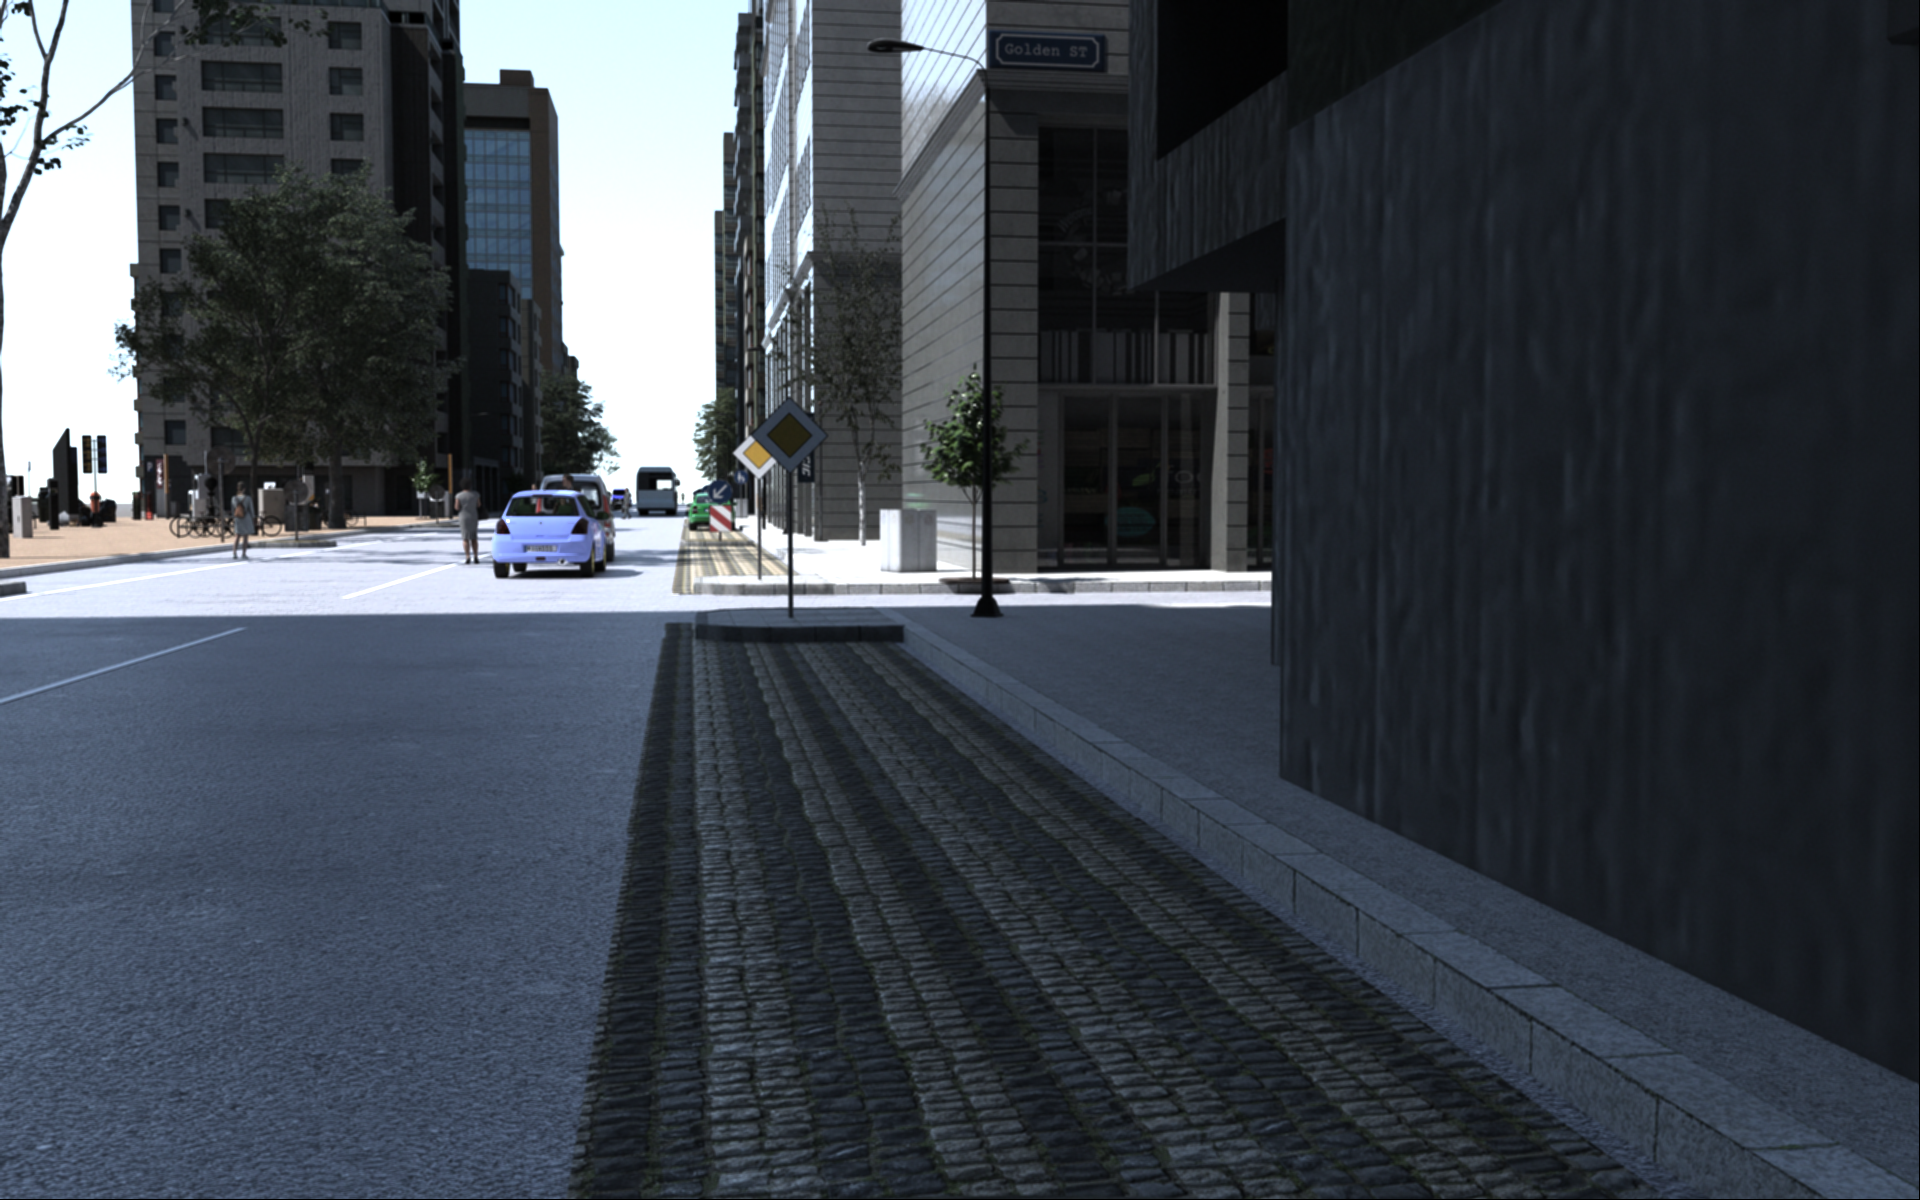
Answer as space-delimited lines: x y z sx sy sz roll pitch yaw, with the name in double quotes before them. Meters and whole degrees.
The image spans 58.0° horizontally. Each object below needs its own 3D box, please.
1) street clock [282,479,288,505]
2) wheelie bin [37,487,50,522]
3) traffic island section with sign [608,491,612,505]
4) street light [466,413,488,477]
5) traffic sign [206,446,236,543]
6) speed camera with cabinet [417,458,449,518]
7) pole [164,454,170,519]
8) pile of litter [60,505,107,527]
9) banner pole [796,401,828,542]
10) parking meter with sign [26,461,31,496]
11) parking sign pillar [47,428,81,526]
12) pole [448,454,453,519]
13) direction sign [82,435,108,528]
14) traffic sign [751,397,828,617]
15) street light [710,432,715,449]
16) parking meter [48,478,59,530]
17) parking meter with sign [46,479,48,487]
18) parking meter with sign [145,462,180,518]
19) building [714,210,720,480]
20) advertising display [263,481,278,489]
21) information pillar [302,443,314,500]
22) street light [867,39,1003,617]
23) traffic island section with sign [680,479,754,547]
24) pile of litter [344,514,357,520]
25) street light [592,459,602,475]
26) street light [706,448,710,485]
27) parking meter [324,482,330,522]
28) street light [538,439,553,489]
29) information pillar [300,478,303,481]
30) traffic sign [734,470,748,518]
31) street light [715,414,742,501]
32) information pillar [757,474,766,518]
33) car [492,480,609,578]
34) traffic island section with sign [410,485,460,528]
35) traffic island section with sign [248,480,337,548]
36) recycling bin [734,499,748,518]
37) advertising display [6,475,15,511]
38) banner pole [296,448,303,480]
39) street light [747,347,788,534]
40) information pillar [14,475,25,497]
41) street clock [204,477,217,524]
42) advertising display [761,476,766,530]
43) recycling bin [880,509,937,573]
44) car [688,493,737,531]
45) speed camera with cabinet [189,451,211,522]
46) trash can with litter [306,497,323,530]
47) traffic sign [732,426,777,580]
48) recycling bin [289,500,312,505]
"street clock" -32.852 -4.880 84.365 0.358 2.002 0.471 -1 4 -10
"wheelie bin" -41.430 -4.326 78.641 0.980 1.594 0.693 0 4 -2
"traffic island section with sign" -46.855 -13.613 231.195 1.989 1.847 2.006 -1 4 -9
"street light" -27.791 -7.768 99.553 1.470 5.913 1.316 -1 4 -9
"traffic sign" -19.534 -2.795 45.808 0.768 2.556 0.104 0 4 -4
"speed camera with cabinet" -28.597 -6.097 94.018 2.038 3.252 0.660 2 4 34
"pole" -40.436 -5.777 88.294 0.158 3.312 0.155 0 3 0
"pile of litter" -34.744 -3.341 68.587 1.719 0.858 1.176 -2 4 -26
"banner pole" -3.996 -3.472 46.784 0.863 3.779 0.401 0 4 -4
"parking meter with sign" -49.317 -5.737 90.065 1.738 3.016 0.543 -3 5 -41
"parking sign pillar" -36.638 -5.044 70.937 1.447 3.967 1.447 3 4 38
"pole" -25.961 -5.775 88.257 0.158 3.312 0.155 0 3 0
"direction sign" -33.158 -4.552 66.420 0.876 3.537 0.379 -1 4 -10
"traffic sign" -1.764 -0.876 17.959 0.795 2.450 0.064 -1 4 -9
"street light" -17.758 -9.597 129.451 1.470 5.913 1.316 -1 4 -9
"parking meter" -32.605 -3.462 62.308 0.255 1.863 0.399 -3 4 -37
"parking meter with sign" -46.196 -5.632 88.338 1.738 3.016 0.543 2 4 33
"parking meter with sign" -43.053 -5.955 93.620 1.738 3.016 0.543 1 4 10
"building" -28.569 -34.764 251.981 14.154 41.232 14.086 -1 4 -9
"advertising display" -35.187 -5.090 88.438 0.974 1.923 0.123 2 4 30
"information pillar" -28.746 -5.201 76.397 0.183 3.616 0.504 3 5 40
"street light" -0.252 -2.776 17.928 1.470 5.913 1.316 -1 4 -9
"traffic island section with sign" -6.744 -2.398 47.843 1.989 1.847 2.006 -1 4 -9
"pile of litter" -30.500 -4.354 85.160 1.719 0.858 1.176 -1 4 -22
"street light" -47.677 -15.590 227.429 1.470 5.913 1.316 -1 4 -9
"street light" -24.942 -12.385 175.030 1.470 5.913 1.316 -1 4 -9
"parking meter" -28.590 -4.454 78.528 0.399 1.863 0.255 1 4 22
"street light" -34.787 -10.568 145.328 1.470 5.913 1.316 -1 4 -9
"information pillar" -30.731 -4.691 81.183 0.304 2.012 0.304 -1 4 -13
"traffic sign" -11.498 -5.565 91.088 0.768 2.556 0.104 0 4 -1
"street light" -13.238 -7.812 100.274 1.470 5.913 1.316 -1 4 -9
"information pillar" -10.447 -6.107 91.207 0.504 3.616 0.183 0 4 4
"car" -7.287 -1.308 30.970 1.945 1.707 3.694 0 4 -7
"traffic island section with sign" -22.156 -3.962 73.408 1.989 1.847 2.006 -1 4 -9
"traffic island section with sign" -17.982 -2.333 46.777 1.989 1.847 2.006 -1 4 -9
"recycling bin" -11.775 -4.928 93.127 0.722 1.027 0.722 -1 4 -8
"advertising display" -32.223 -3.242 58.225 0.974 1.923 0.123 1 4 10
"banner pole" -33.764 -6.029 88.591 0.401 3.779 0.863 0 4 7
"street light" -6.044 -5.041 54.963 1.470 5.913 1.316 -1 4 -9
"information pillar" -36.749 -3.861 67.617 0.304 2.012 0.304 1 4 18
"street clock" -32.515 -4.321 75.220 0.358 2.002 0.471 2 4 35
"advertising display" -7.150 -3.540 63.089 0.123 1.923 0.974 -1 4 -10
"recycling bin" -0.854 -0.981 28.595 0.722 1.027 0.722 -2 4 -30
"car" -9.801 -3.655 68.554 1.959 1.807 4.718 0 4 -8
"speed camera with cabinet" -35.082 -5.232 79.880 0.660 3.252 2.038 -2 4 -35
"trash can with litter" -23.148 -3.059 61.397 1.055 1.170 0.624 0 3 0
"traffic sign" -2.999 -1.358 25.848 0.795 2.450 0.064 -1 4 -9
"recycling bin" -27.740 -3.689 72.867 0.722 1.027 0.722 0 4 -2
